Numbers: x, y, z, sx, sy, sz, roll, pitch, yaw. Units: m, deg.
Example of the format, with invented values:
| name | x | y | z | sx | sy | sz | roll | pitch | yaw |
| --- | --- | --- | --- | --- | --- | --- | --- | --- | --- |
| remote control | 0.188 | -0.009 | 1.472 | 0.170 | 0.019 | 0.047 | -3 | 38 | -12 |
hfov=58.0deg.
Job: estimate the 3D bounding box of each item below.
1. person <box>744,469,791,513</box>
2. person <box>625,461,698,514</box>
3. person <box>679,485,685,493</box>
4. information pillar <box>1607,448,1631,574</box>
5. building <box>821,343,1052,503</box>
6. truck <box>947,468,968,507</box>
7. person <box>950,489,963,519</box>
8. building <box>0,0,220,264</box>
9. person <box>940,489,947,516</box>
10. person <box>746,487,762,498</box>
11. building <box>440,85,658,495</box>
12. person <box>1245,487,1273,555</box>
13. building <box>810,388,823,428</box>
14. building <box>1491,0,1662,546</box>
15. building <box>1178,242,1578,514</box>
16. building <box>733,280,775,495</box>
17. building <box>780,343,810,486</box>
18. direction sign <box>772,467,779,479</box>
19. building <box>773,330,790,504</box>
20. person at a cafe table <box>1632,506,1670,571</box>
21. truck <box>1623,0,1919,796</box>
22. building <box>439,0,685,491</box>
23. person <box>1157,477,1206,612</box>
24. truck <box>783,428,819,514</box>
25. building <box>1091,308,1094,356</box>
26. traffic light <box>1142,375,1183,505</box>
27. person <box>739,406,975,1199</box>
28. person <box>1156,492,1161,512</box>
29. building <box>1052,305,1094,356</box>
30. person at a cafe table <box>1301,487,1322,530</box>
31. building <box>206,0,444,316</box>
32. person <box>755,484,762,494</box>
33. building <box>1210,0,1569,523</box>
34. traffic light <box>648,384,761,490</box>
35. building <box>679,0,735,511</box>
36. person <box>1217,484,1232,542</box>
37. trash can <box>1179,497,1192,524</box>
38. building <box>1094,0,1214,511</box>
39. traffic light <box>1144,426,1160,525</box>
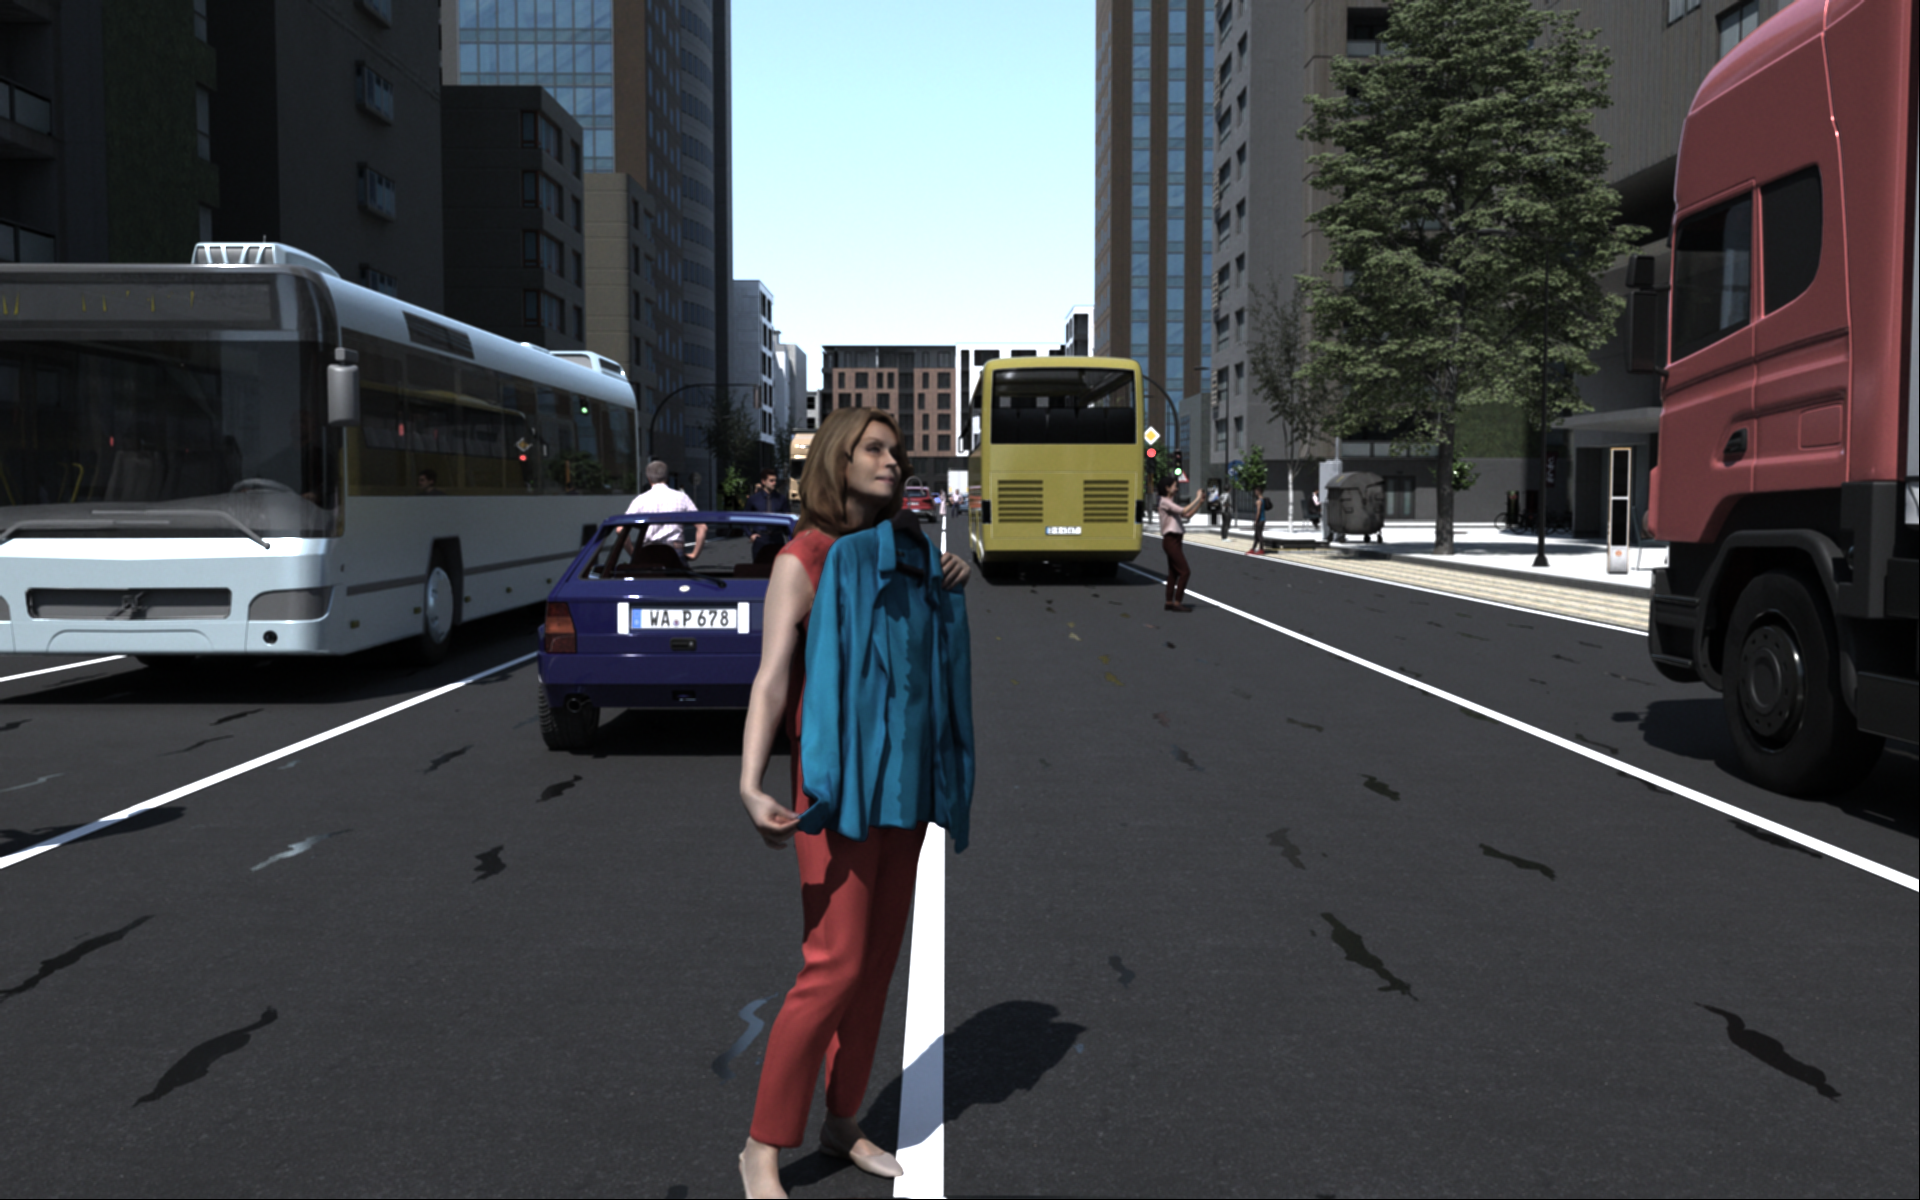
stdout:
| name | x | y | z | sx | sy | sz | roll | pitch | yaw |
| --- | --- | --- | --- | --- | --- | --- | --- | --- | --- |
| person | -2.319 | -0.719 | 20.954 | 0.576 | 1.737 | 0.504 | -2 | 4 | -25 |
| person | -2.520 | -0.323 | 14.724 | 0.756 | 1.711 | 0.436 | 0 | 4 | -6 |
| person | -15.495 | -5.568 | 97.227 | 0.789 | 1.805 | 0.875 | -3 | 4 | -37 |
| information pillar | 10.553 | -1.422 | 27.745 | 0.304 | 2.012 | 0.304 | 1 | 4 | 15 |
| building | -2.834 | -24.732 | 248.344 | 32.646 | 21.610 | 27.936 | 0 | 4 | 0 |
| truck | -0.095 | -12.603 | 194.978 | 2.839 | 4.237 | 11.283 | 0 | 4 | 0 |
| person | -0.206 | -5.626 | 101.428 | 0.756 | 1.711 | 0.436 | 1 | 4 | 11 |
| building | -23.210 | -21.207 | 30.336 | 14.154 | 41.232 | 14.086 | 0 | 4 | 0 |
| person | -1.118 | -6.257 | 111.468 | 0.621 | 1.740 | 0.551 | -3 | 4 | -37 |
| person | -5.999 | -2.511 | 51.030 | 0.593 | 1.643 | 0.415 | 0 | 4 | -5 |
| building | -31.637 | -14.854 | 87.905 | 27.650 | 21.520 | 28.899 | 0 | 4 | 0 |
| person | 7.034 | -1.859 | 40.758 | 0.662 | 1.594 | 0.647 | 1 | 4 | 16 |
| building | -34.847 | -22.979 | 242.158 | 31.486 | 18.905 | 16.747 | 0 | 4 | 0 |
| building | 28.993 | -27.366 | 36.670 | 28.713 | 52.752 | 27.495 | 0 | 4 | 0 |
| building | 26.453 | -48.297 | 102.333 | 22.319 | 86.520 | 31.000 | 0 | 4 | 0 |
| building | -32.970 | -19.508 | 162.926 | 27.936 | 21.610 | 32.646 | 0 | 4 | 0 |
| building | -35.083 | -21.111 | 211.620 | 31.486 | 18.905 | 16.747 | 0 | 4 | 0 |
| direction sign | -15.466 | -9.374 | 145.264 | 0.379 | 3.537 | 0.876 | 2 | 4 | 27 |
| building | -27.338 | -20.844 | 197.219 | 16.016 | 20.091 | 11.380 | 0 | 4 | 0 |
| person at a cafe table | 12.094 | -1.096 | 28.785 | 1.726 | 1.238 | 1.698 | 2 | 4 | 23 |
| truck | 5.114 | -0.974 | 4.841 | 2.839 | 4.237 | 11.283 | 0 | 4 | -1 |
| building | -25.546 | -28.103 | 109.591 | 14.600 | 45.320 | 14.200 | 0 | 4 | 0 |
| person | 2.711 | -0.690 | 21.241 | 0.517 | 1.644 | 0.566 | -3 | 4 | -37 |
| truck | -6.078 | -5.344 | 76.288 | 2.839 | 4.237 | 11.283 | 0 | 4 | -2 |
| building | 19.781 | -18.201 | 154.008 | 16.016 | 20.091 | 11.380 | 0 | 4 | 0 |
| traffic light | 5.841 | -5.435 | 63.522 | 4.771 | 5.953 | 1.251 | 0 | 4 | 0 |
| person | -0.210 | 0.404 | 3.602 | 0.593 | 1.614 | 0.444 | -2 | 4 | -25 |
| person | 14.000 | -7.019 | 121.727 | 0.530 | 1.710 | 0.541 | -2 | 4 | -27 |
| building | 26.117 | -22.020 | 204.006 | 27.936 | 21.610 | 32.646 | 0 | 4 | 0 |
| person at a cafe table | 13.082 | -3.283 | 62.192 | 1.622 | 1.524 | 1.698 | -1 | 4 | -12 |
| building | -28.538 | -26.020 | 49.131 | 21.600 | 48.544 | 21.300 | 0 | 4 | 0 |
| person | -6.288 | -2.789 | 54.657 | 0.434 | 1.755 | 0.990 | 1 | 4 | 11 |
| building | 20.023 | -24.412 | 82.735 | 14.086 | 41.232 | 14.154 | 0 | 4 | 0 |
| traffic light | -10.605 | -5.924 | 71.528 | 4.771 | 5.953 | 1.251 | 0 | 4 | 0 |
| building | -29.389 | -36.001 | 130.620 | 21.231 | 58.520 | 28.212 | 0 | 4 | 0 |
| person | 7.999 | -2.626 | 52.157 | 0.376 | 1.734 | 0.841 | 0 | 4 | -2 |
| trash can | 9.696 | -3.893 | 75.301 | 0.748 | 1.137 | 0.748 | 0 | 3 | 0 |
| building | 17.914 | -29.600 | 134.062 | 14.600 | 45.320 | 14.200 | 0 | 4 | 0 |
| traffic light | 7.864 | -5.061 | 71.666 | 0.839 | 4.253 | 0.868 | 0 | 4 | 0 |
